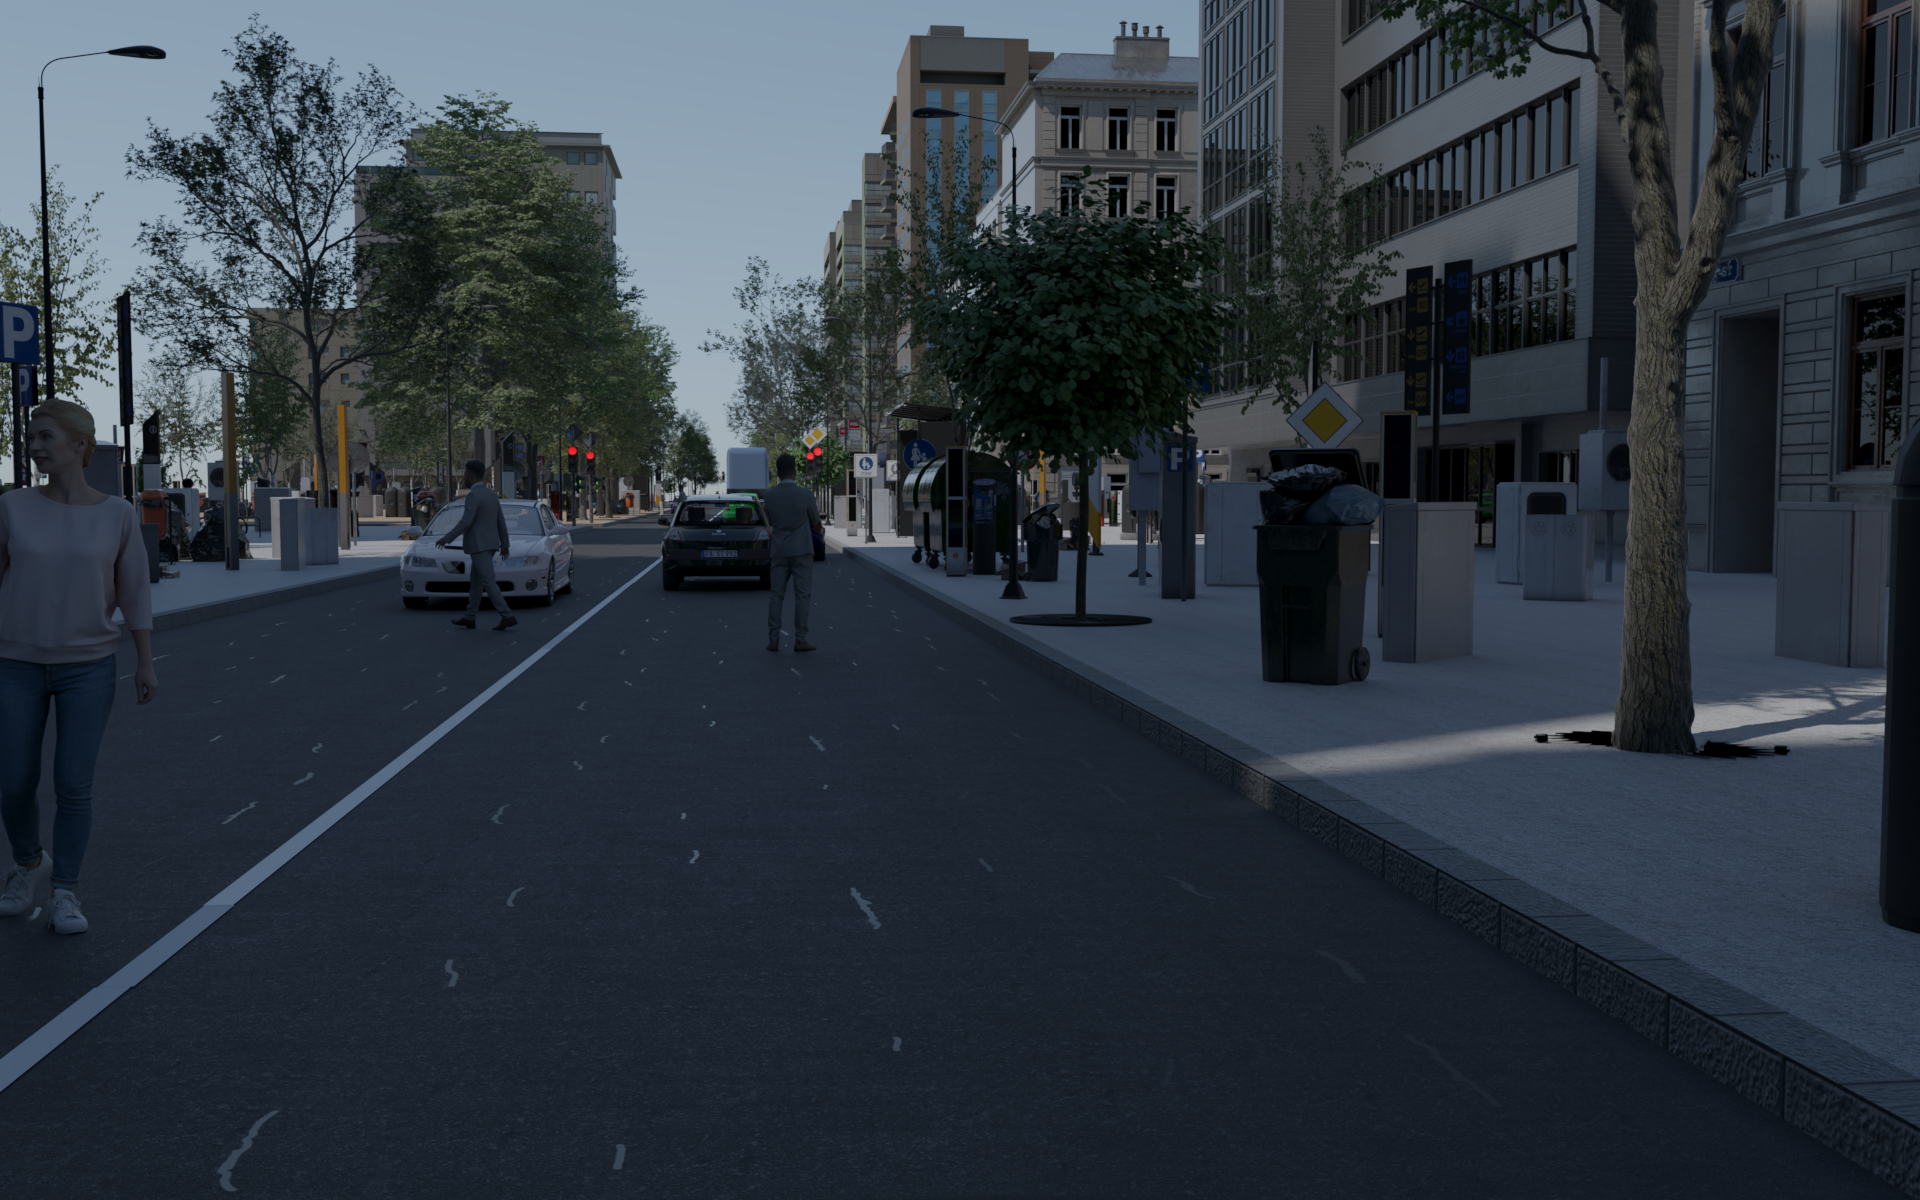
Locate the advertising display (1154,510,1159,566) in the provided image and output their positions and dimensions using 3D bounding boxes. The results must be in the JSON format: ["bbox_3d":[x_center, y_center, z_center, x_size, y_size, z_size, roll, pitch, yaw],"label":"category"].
[{"bbox_3d":[3.580,-1.560,30.724,0.123,1.923,0.974,0,4,2],"label":"advertising display"}]

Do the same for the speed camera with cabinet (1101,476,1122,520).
[{"bbox_3d":[7.547,-5.596,85.824,0.660,3.252,2.038,-3,5,-41],"label":"speed camera with cabinet"}]

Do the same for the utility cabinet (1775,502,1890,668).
[{"bbox_3d":[6.654,-0.127,13.243,0.306,1.237,1.020,0,4,-4],"label":"utility cabinet"}]

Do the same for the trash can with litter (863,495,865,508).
[{"bbox_3d":[-8.076,-8.664,153.050,1.055,1.170,0.624,1,4,9],"label":"trash can with litter"}]

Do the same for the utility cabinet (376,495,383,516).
[{"bbox_3d":[-33.734,-5.452,100.303,0.306,1.237,1.020,0,4,3],"label":"utility cabinet"}]

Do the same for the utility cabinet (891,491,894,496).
[{"bbox_3d":[-5.716,-7.905,137.930,0.318,1.500,1.173,2,4,34],"label":"utility cabinet"}]

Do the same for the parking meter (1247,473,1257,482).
[{"bbox_3d":[8.013,-2.561,47.590,0.255,1.863,0.399,0,4,2],"label":"parking meter"}]

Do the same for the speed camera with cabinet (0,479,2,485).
[{"bbox_3d":[-54.253,-6.316,97.603,0.660,3.252,2.038,-2,4,-33],"label":"speed camera with cabinet"}]

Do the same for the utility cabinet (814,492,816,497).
[{"bbox_3d":[-10.956,-7.882,137.545,1.173,1.500,0.318,1,4,11],"label":"utility cabinet"}]

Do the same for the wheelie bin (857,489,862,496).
[{"bbox_3d":[-6.832,-6.404,112.606,0.980,1.594,0.693,2,4,24],"label":"wheelie bin"}]

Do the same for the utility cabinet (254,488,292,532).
[{"bbox_3d":[-23.206,-3.048,58.513,1.173,1.500,0.318,0,4,-1],"label":"utility cabinet"}]

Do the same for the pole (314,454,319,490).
[{"bbox_3d":[-32.728,-5.767,88.126,0.158,3.312,0.155,0,3,0],"label":"pole"}]

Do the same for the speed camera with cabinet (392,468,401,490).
[{"bbox_3d":[-42.648,-8.377,131.293,0.660,3.252,2.038,-1,4,-22],"label":"speed camera with cabinet"}]

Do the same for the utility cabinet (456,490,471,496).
[{"bbox_3d":[-25.188,-4.901,88.810,1.173,1.500,0.318,-2,4,-29],"label":"utility cabinet"}]

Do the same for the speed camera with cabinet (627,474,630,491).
[{"bbox_3d":[-25.311,-8.478,132.950,0.660,3.252,2.038,0,4,-2],"label":"speed camera with cabinet"}]

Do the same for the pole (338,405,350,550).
[{"bbox_3d":[-14.121,-2.805,39.704,0.158,3.312,0.155,0,3,0],"label":"pole"}]

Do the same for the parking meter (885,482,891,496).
[{"bbox_3d":[-3.320,-4.416,77.918,0.399,1.863,0.255,-1,4,-17],"label":"parking meter"}]

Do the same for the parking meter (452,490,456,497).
[{"bbox_3d":[-34.259,-6.643,117.026,0.372,1.533,0.369,0,3,0],"label":"parking meter"}]

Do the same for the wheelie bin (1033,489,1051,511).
[{"bbox_3d":[3.267,-3.735,68.983,0.693,1.594,0.980,0,4,-3],"label":"wheelie bin"}]

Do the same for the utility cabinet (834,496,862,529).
[{"bbox_3d":[-4.165,-3.266,64.559,1.020,1.237,0.306,0,4,3],"label":"utility cabinet"}]

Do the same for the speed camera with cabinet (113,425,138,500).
[{"bbox_3d":[-23.942,-3.328,48.747,0.660,3.252,2.038,0,4,4],"label":"speed camera with cabinet"}]

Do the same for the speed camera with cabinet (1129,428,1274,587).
[{"bbox_3d":[3.418,-1.829,24.242,2.038,3.252,0.660,1,4,15],"label":"speed camera with cabinet"}]

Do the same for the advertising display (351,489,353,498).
[{"bbox_3d":[-47.470,-7.950,135.197,0.974,1.923,0.123,2,4,33],"label":"advertising display"}]

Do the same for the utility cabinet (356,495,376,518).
[{"bbox_3d":[-32.397,-5.071,94.074,0.306,1.237,1.020,3,4,38],"label":"utility cabinet"}]

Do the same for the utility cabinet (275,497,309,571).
[{"bbox_3d":[-11.333,-1.116,29.407,0.306,1.237,1.020,-1,4,-14],"label":"utility cabinet"}]

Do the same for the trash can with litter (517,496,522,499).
[{"bbox_3d":[-29.417,-6.314,114.620,1.055,1.170,0.624,3,5,40],"label":"trash can with litter"}]

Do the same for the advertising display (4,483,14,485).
[{"bbox_3d":[-52.753,-5.584,96.504,0.974,1.923,0.123,0,4,6],"label":"advertising display"}]

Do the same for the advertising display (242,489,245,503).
[{"bbox_3d":[-54.805,-7.776,132.345,0.123,1.923,0.974,-2,4,-29],"label":"advertising display"}]

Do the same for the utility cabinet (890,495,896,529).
[{"bbox_3d":[-2.693,-3.234,64.034,0.306,1.237,1.020,-3,4,-37],"label":"utility cabinet"}]

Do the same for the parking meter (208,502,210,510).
[{"bbox_3d":[-45.132,-5.872,104.419,0.372,1.533,0.369,0,3,0],"label":"parking meter"}]

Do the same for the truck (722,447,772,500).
[{"bbox_3d":[-11.449,-6.389,94.211,2.967,4.110,18.799,0,4,-8],"label":"truck"}]

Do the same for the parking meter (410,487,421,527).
[{"bbox_3d":[-18.826,-3.153,59.957,0.372,1.533,0.369,0,3,0],"label":"parking meter"}]

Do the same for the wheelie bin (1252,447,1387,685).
[{"bbox_3d":[2.435,-0.241,11.842,0.980,1.594,0.693,2,4,34],"label":"wheelie bin"}]

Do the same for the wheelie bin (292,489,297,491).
[{"bbox_3d":[-40.175,-5.910,104.542,0.980,1.594,0.693,3,5,41],"label":"wheelie bin"}]

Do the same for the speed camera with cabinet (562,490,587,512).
[{"bbox_3d":[-27.521,-7.861,122.866,2.038,3.252,0.660,-2,4,-32],"label":"speed camera with cabinet"}]

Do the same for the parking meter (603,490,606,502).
[{"bbox_3d":[-24.285,-6.754,118.833,0.372,1.533,0.369,0,3,0],"label":"parking meter"}]

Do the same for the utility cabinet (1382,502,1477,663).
[{"bbox_3d":[3.668,-0.146,13.552,0.306,1.237,1.020,3,5,41],"label":"utility cabinet"}]

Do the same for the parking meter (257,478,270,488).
[{"bbox_3d":[-24.812,-3.429,61.768,0.399,1.863,0.255,0,4,4],"label":"parking meter"}]

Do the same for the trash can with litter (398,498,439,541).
[{"bbox_3d":[-14.990,-2.220,47.679,1.055,1.170,0.624,1,4,18],"label":"trash can with litter"}]

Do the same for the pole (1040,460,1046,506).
[{"bbox_3d":[2.725,-3.866,57.058,0.158,3.312,0.155,0,3,0],"label":"pole"}]

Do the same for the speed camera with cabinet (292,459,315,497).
[{"bbox_3d":[-36.640,-6.251,96.547,0.660,3.252,2.038,0,4,5],"label":"speed camera with cabinet"}]

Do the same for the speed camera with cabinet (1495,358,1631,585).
[{"bbox_3d":[8.739,-1.865,24.831,2.038,3.252,0.660,-1,4,-17],"label":"speed camera with cabinet"}]

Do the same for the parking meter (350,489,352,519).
[{"bbox_3d":[-21.868,-3.421,61.647,0.399,1.863,0.255,-1,4,-17],"label":"parking meter"}]

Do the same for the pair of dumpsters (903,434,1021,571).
[{"bbox_3d":[-0.009,-1.687,30.080,1.574,2.255,4.437,0,4,-7],"label":"pair of dumpsters"}]

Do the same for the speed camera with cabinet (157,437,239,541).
[{"bbox_3d":[-20.937,-3.254,47.535,2.038,3.252,0.660,0,4,-6],"label":"speed camera with cabinet"}]

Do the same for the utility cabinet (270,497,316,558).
[{"bbox_3d":[-13.469,-1.460,35.034,0.306,1.237,1.020,1,4,18],"label":"utility cabinet"}]

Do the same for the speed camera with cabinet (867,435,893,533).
[{"bbox_3d":[-2.724,-3.854,57.351,0.660,3.252,2.038,-1,4,-10],"label":"speed camera with cabinet"}]

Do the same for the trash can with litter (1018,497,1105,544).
[{"bbox_3d":[2.530,-2.056,44.667,2.233,1.210,1.678,1,4,17],"label":"trash can with litter"}]

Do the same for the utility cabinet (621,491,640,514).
[{"bbox_3d":[-20.846,-6.170,109.555,1.173,1.500,0.318,0,4,2],"label":"utility cabinet"}]

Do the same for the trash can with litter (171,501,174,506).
[{"bbox_3d":[-19.999,-1.976,43.697,0.624,1.170,1.055,-2,4,-35],"label":"trash can with litter"}]

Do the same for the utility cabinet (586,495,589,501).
[{"bbox_3d":[-31.546,-8.288,146.665,0.306,1.237,1.020,-1,4,-18],"label":"utility cabinet"}]

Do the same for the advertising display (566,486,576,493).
[{"bbox_3d":[-32.224,-8.463,143.580,0.123,1.923,0.974,3,5,43],"label":"advertising display"}]

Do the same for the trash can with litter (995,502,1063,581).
[{"bbox_3d":[0.997,-0.866,25.549,1.055,1.170,0.624,3,4,36],"label":"trash can with litter"}]

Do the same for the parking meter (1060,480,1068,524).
[{"bbox_3d":[4.257,-3.975,70.704,0.255,1.863,0.399,-1,4,-9],"label":"parking meter"}]

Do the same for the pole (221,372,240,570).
[{"bbox_3d":[-12.271,-2.157,29.117,0.158,3.312,0.155,0,3,0],"label":"pole"}]

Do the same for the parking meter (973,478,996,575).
[{"bbox_3d":[0.385,-1.168,27.506,0.372,1.533,0.369,0,3,0],"label":"parking meter"}]

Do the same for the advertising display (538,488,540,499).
[{"bbox_3d":[-34.179,-8.213,139.503,0.974,1.923,0.123,2,4,34],"label":"advertising display"}]

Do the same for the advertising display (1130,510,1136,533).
[{"bbox_3d":[5.489,-2.842,51.685,0.974,1.923,0.123,-2,4,-32],"label":"advertising display"}]
